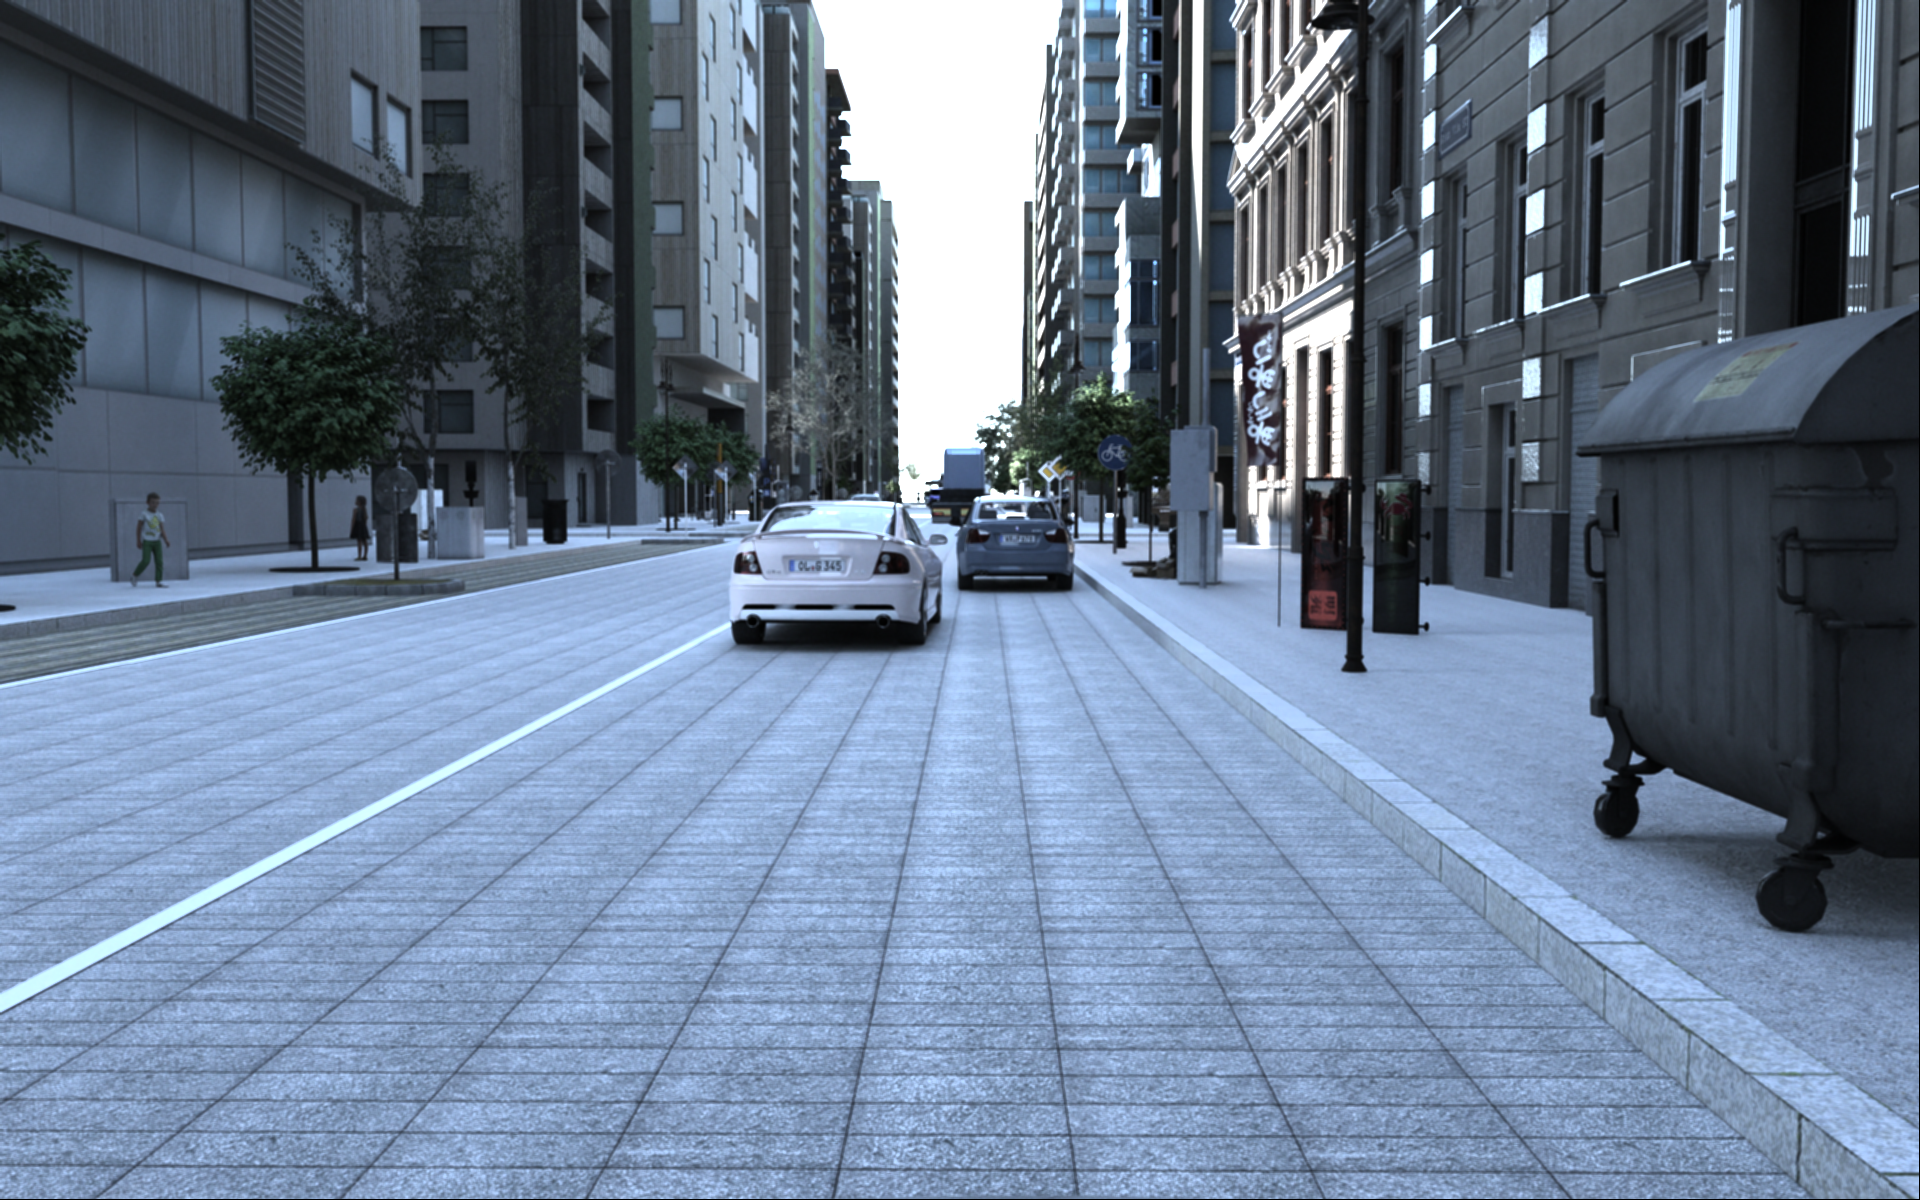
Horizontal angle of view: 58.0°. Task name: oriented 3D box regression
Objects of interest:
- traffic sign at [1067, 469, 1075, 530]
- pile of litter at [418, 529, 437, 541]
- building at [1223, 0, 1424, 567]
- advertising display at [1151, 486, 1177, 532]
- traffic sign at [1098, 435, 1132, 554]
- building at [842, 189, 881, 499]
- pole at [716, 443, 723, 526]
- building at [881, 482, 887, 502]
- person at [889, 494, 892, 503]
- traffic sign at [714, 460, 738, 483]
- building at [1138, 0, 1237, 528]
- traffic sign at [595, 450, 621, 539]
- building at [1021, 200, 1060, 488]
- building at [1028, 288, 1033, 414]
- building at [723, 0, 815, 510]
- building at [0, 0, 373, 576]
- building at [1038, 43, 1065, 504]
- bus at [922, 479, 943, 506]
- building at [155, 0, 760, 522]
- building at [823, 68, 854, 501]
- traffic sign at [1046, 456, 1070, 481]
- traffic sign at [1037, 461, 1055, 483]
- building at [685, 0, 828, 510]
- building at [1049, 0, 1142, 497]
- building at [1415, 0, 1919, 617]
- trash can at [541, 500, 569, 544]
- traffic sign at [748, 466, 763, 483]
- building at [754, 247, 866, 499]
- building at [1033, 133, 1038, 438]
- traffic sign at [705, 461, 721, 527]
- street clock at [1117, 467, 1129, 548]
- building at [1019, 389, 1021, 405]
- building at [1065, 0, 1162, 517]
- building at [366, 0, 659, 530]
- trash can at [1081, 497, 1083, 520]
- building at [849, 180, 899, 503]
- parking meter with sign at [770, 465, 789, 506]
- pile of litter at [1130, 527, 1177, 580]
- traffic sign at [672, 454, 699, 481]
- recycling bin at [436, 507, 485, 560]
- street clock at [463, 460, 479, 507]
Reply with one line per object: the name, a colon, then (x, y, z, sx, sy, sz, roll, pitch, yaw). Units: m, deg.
traffic sign: (3.925, -3.754, 61.491, 0.768, 2.556, 0.104, 0, 4, 4)
pile of litter: (-14.577, -2.106, 48.397, 1.719, 0.858, 1.176, -2, 4, -33)
building: (12.259, -12.231, 36.136, 11.583, 22.565, 21.152, 0, 4, 1)
advertising display: (6.926, -3.278, 58.803, 0.974, 1.923, 0.123, -1, 4, -13)
traffic sign: (3.335, -2.269, 37.210, 0.768, 2.556, 0.104, 0, 4, 4)
building: (-17.840, -33.230, 226.901, 14.154, 41.232, 14.086, 0, 4, 1)
pole: (-9.648, -4.625, 69.469, 0.158, 3.312, 0.155, 0, 3, 0)
building: (-26.772, -33.898, 246.120, 32.217, 40.220, 23.993, 0, 4, 1)
person: (-9.980, -14.786, 248.342, 0.434, 1.755, 0.990, 1, 4, 14)
traffic sign: (-7.881, -3.432, 58.300, 0.795, 2.593, 0.064, 0, 4, 1)
building: (21.236, -25.522, 71.904, 28.867, 44.769, 22.147, 0, 4, 1)
traffic sign: (-10.056, -3.021, 49.498, 0.768, 2.556, 0.104, 0, 4, 4)
building: (16.073, -37.078, 256.327, 14.600, 45.320, 14.200, 0, 4, 1)
building: (16.468, -28.768, 242.059, 14.160, 30.474, 14.107, 0, 4, 1)
building: (-19.368, -27.923, 140.137, 14.154, 41.232, 14.086, 0, 4, 1)
building: (-27.149, -27.021, 31.030, 27.495, 52.752, 28.713, 0, 4, 1)
building: (19.108, -34.023, 179.976, 21.300, 48.544, 21.600, 0, 4, 1)
bus: (-2.609, -12.771, 203.664, 2.948, 3.499, 13.247, 0, 4, 2)
building: (-26.835, -31.409, 102.769, 28.713, 52.752, 27.495, 0, 4, 1)
building: (-22.444, -31.879, 175.838, 22.147, 44.769, 28.867, 0, 4, 1)
traffic sign: (2.914, -2.934, 50.161, 0.795, 2.593, 0.064, 0, 4, 1)
traffic sign: (3.012, -3.422, 58.146, 0.795, 2.593, 0.064, 0, 4, 1)
building: (-19.400, -30.827, 154.130, 14.600, 45.320, 14.200, 0, 4, 1)
building: (19.643, -32.673, 153.810, 23.786, 49.044, 30.456, 0, 4, 1)
building: (12.193, -13.189, 12.905, 12.463, 27.353, 25.104, 0, 4, 1)
trash can: (-10.449, -2.020, 44.678, 0.748, 1.137, 0.748, 0, 3, 0)
traffic sign: (-9.575, -4.958, 80.790, 0.795, 2.593, 0.064, 0, 4, 7)
building: (-18.262, -26.053, 197.672, 14.160, 30.474, 14.107, 0, 4, 1)
building: (15.376, -31.512, 198.807, 14.154, 41.232, 14.086, 0, 4, 1)
traffic sign: (-9.472, -4.083, 66.855, 0.768, 2.556, 0.104, 0, 4, 1)
street clock: (3.810, -2.225, 40.942, 0.358, 2.002, 0.471, -1, 4, -22)
building: (23.642, -26.510, 278.471, 27.650, 21.520, 28.899, 0, 4, 1)
building: (18.702, -48.700, 108.913, 22.319, 86.520, 31.000, 0, 4, 1)
building: (-20.150, -18.080, 67.317, 14.160, 30.474, 14.107, 0, 4, 1)
trash can: (5.968, -4.214, 80.547, 0.748, 1.137, 0.748, 0, 3, 0)
building: (-20.599, -39.488, 269.336, 21.300, 48.544, 21.600, 0, 4, 1)
parking meter with sign: (-10.467, -6.480, 102.208, 1.738, 3.016, 0.543, 1, 4, 13)
pile of litter: (3.199, -0.779, 26.707, 1.176, 0.858, 1.719, 1, 4, 9)
traffic sign: (-7.979, -2.943, 50.315, 0.795, 2.593, 0.064, 0, 4, 1)
recycling bin: (-9.884, -1.328, 34.271, 0.722, 1.027, 0.722, 0, 4, 7)
street clock: (-10.509, -1.999, 37.259, 0.358, 2.002, 0.471, -1, 4, -16)
